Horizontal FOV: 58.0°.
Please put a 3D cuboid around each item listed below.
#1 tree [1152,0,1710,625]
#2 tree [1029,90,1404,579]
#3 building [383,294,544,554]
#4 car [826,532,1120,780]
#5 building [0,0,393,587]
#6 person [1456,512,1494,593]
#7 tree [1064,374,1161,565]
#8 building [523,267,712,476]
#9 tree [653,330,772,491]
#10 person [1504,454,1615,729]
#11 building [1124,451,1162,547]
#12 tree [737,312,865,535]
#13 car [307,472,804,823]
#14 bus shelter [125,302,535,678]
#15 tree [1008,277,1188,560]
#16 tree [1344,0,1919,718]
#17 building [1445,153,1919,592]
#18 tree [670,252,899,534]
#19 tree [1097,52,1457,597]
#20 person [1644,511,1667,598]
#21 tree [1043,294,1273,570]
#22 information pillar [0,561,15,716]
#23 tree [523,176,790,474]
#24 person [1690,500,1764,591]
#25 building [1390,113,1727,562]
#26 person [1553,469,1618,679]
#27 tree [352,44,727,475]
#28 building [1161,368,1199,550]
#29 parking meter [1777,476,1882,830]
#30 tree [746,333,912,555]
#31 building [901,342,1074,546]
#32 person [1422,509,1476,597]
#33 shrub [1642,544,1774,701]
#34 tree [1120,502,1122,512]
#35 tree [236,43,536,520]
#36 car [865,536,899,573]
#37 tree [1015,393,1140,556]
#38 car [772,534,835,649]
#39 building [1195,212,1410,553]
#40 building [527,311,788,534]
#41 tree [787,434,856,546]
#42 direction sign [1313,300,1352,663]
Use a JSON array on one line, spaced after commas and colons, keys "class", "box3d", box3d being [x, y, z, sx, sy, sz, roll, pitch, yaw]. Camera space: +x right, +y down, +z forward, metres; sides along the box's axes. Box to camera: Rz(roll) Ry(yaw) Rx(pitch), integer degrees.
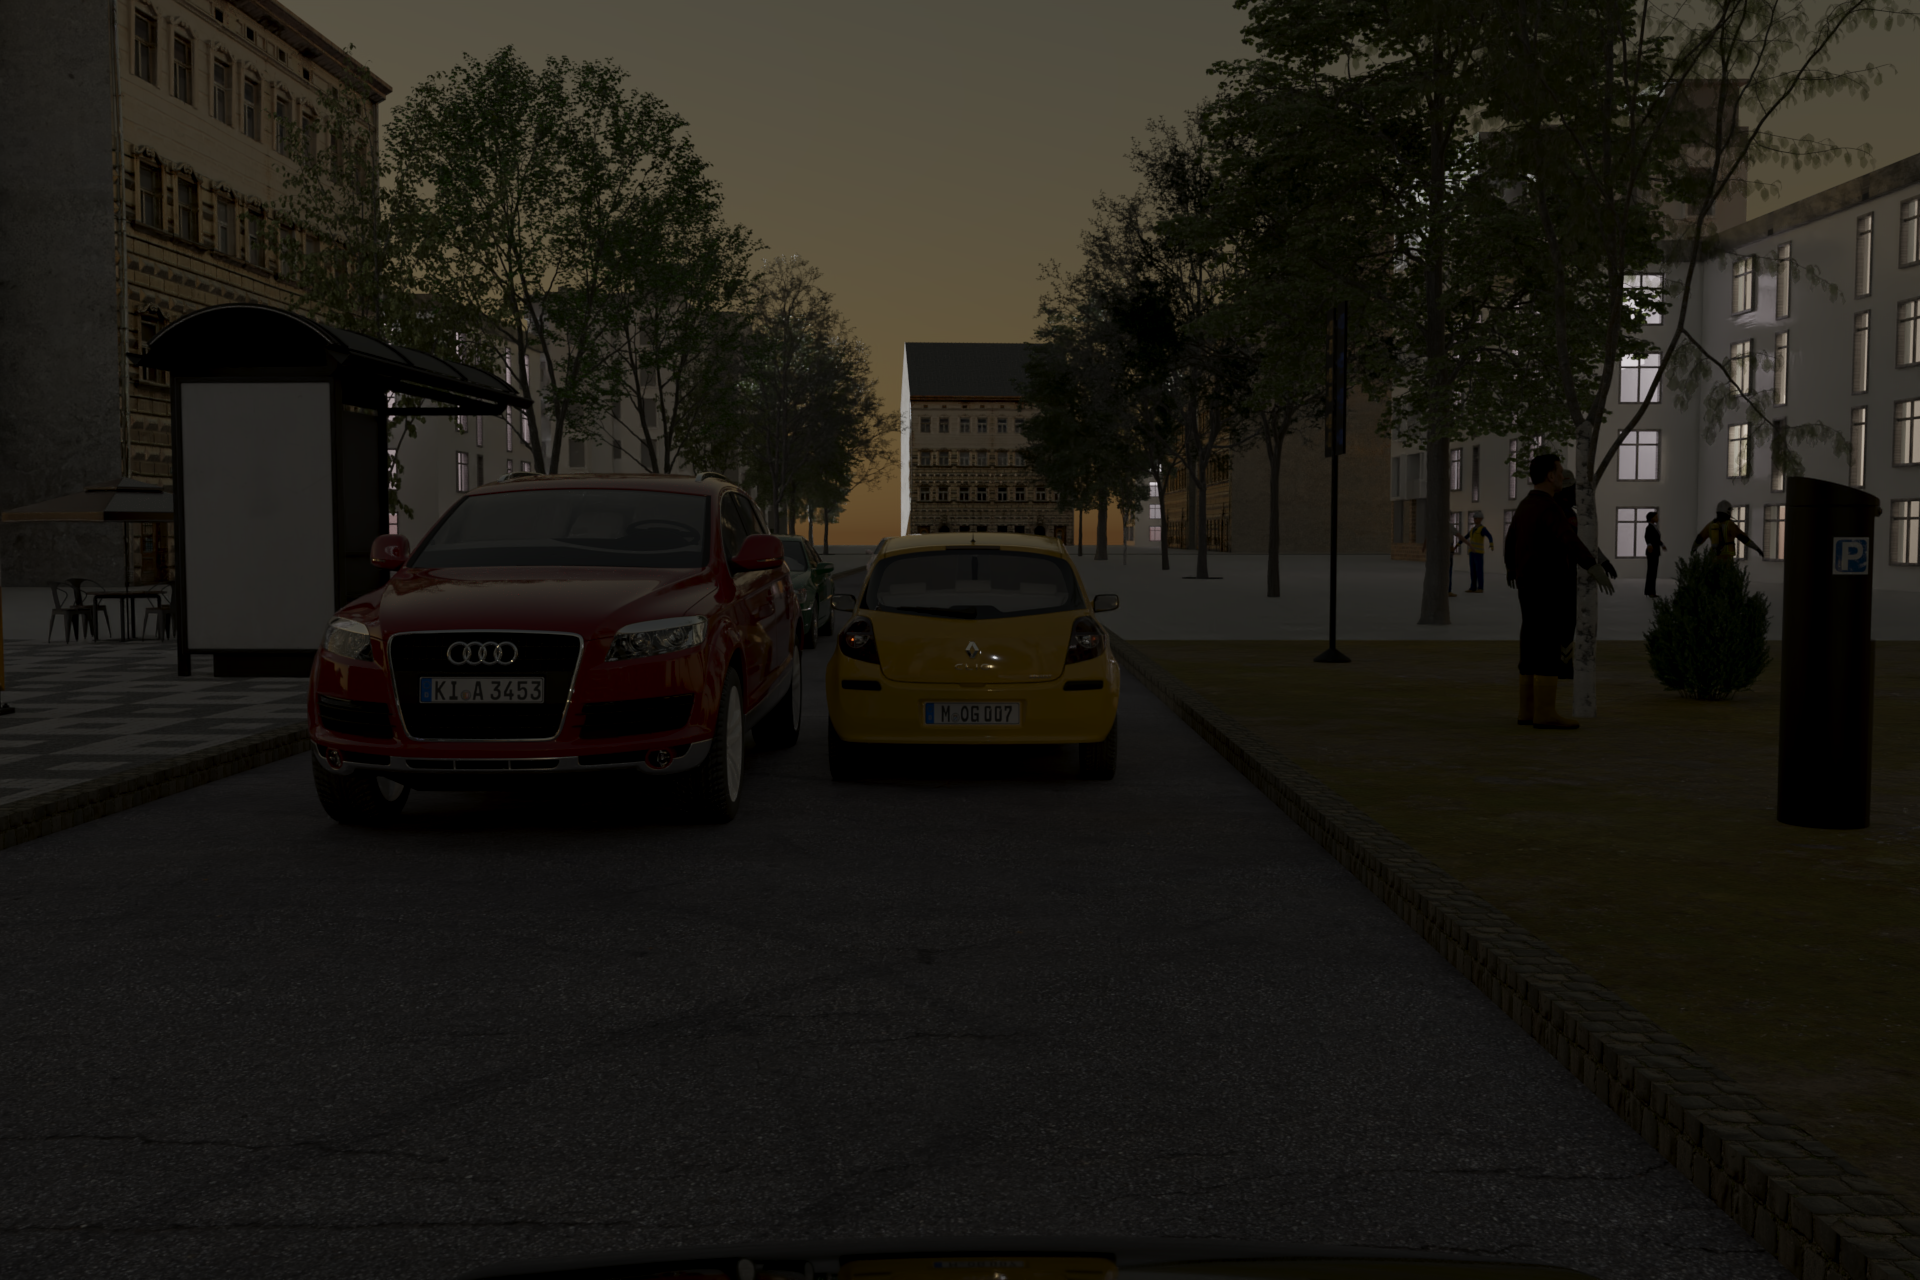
[{"class": "tree", "box3d": [6.653, -6.521, 24.747, 7.486, 12.596, 7.792, 0, 3, 0]}, {"class": "tree", "box3d": [6.853, -8.485, 49.095, 12.009, 13.543, 11.850, 0, 3, 0]}, {"class": "building", "box3d": [-22.423, -8.108, 74.707, 9.099, 9.664, 28.070, 0, 4, 1]}, {"class": "car", "box3d": [0.095, -0.080, 11.530, 2.015, 1.641, 3.980, 0, 4, 1]}, {"class": "building", "box3d": [-29.081, -13.401, 50.043, 19.493, 23.208, 18.063, 0, 4, 1]}, {"class": "person", "box3d": [11.209, -1.914, 37.763, 0.721, 1.772, 1.216, -2, 4, -25]}, {"class": "tree", "box3d": [7.021, -7.398, 71.323, 4.360, 8.622, 3.978, 0, 3, 0]}, {"class": "building", "box3d": [-24.489, -16.264, 122.337, 16.016, 20.090, 11.380, 0, 4, 1]}, {"class": "tree", "box3d": [-8.868, -6.731, 60.422, 4.737, 8.622, 4.395, 0, 3, 0]}, {"class": "person", "box3d": [3.905, -0.329, 11.514, 0.704, 1.812, 1.346, -1, 4, -8]}, {"class": "building", "box3d": [22.019, -14.192, 174.188, 9.099, 9.664, 28.070, 0, 4, 1]}, {"class": "tree", "box3d": [-8.375, -10.457, 89.092, 7.486, 12.596, 7.792, 0, 3, 0]}, {"class": "car", "box3d": [-2.112, -0.098, 10.275, 2.281, 1.827, 5.304, 0, 4, 0]}, {"class": "bus shelter", "box3d": [-6.181, -1.469, 17.947, 2.014, 3.302, 5.546, 0, 4, 2]}, {"class": "tree", "box3d": [6.936, -10.898, 84.831, 9.857, 13.997, 8.962, 0, 3, 0]}, {"class": "tree", "box3d": [4.435, -3.778, 12.141, 4.360, 8.622, 3.978, 0, 3, 0]}, {"class": "building", "box3d": [21.903, -6.581, 49.743, 9.099, 9.664, 28.070, 0, 4, 0]}, {"class": "tree", "box3d": [-7.919, -10.083, 75.235, 12.009, 13.543, 11.850, 0, 3, 0]}, {"class": "tree", "box3d": [6.112, -6.135, 34.719, 7.601, 10.594, 8.767, -3, 5, -42]}, {"class": "person", "box3d": [14.034, -1.724, 34.901, 0.721, 1.740, 1.216, 3, 4, 36]}, {"class": "tree", "box3d": [7.358, -7.807, 62.051, 8.767, 10.594, 7.601, 0, 4, -6]}, {"class": "information pillar", "box3d": [-6.856, -1.265, 12.038, 0.183, 3.616, 0.504, 0, 3, 0]}, {"class": "tree", "box3d": [-8.626, -7.590, 49.857, 9.928, 11.665, 9.643, 0, 3, 0]}, {"class": "person", "box3d": [12.954, -1.444, 29.377, 0.705, 1.858, 1.354, -2, 4, -32]}, {"class": "building", "box3d": [26.477, -13.940, 84.343, 16.016, 20.090, 11.380, 0, 4, 0]}, {"class": "person", "box3d": [5.378, -0.591, 15.448, 0.705, 1.856, 1.354, -1, 4, -12]}, {"class": "tree", "box3d": [-8.666, -6.756, 36.210, 9.928, 11.665, 9.643, 0, 3, 0]}, {"class": "building", "box3d": [27.796, -19.486, 149.527, 19.493, 23.208, 18.063, 0, 3, 0]}, {"class": "parking meter", "box3d": [3.833, 0.047, 7.649, 0.372, 1.533, 0.369, 0, 3, 0]}, {"class": "tree", "box3d": [-8.046, -11.922, 105.287, 12.009, 13.543, 11.850, 0, 3, 0]}, {"class": "building", "box3d": [2.752, -22.287, 197.773, 18.063, 23.208, 19.493, 0, 4, -5]}, {"class": "person", "box3d": [9.957, -1.813, 35.493, 0.705, 1.847, 1.347, -2, 4, -34]}, {"class": "shrub", "box3d": [5.804, -0.143, 13.451, 1.383, 1.207, 1.383, 0, 3, 0]}, {"class": "tree", "box3d": [19.876, -14.771, 191.874, 4.360, 8.622, 3.978, 0, 3, 0]}, {"class": "tree", "box3d": [-8.966, -4.697, 27.163, 4.737, 8.622, 4.395, 0, 3, 0]}, {"class": "car", "box3d": [-1.566, -2.197, 48.286, 2.083, 1.381, 4.827, 0, 4, 1]}, {"class": "tree", "box3d": [6.703, -10.062, 98.921, 8.767, 10.594, 7.601, 2, 4, 32]}, {"class": "car", "box3d": [-2.696, -0.692, 23.115, 2.131, 1.459, 4.920, 0, 4, 0]}, {"class": "building", "box3d": [27.708, -18.061, 126.231, 19.493, 23.208, 18.063, 0, 4, 1]}, {"class": "building", "box3d": [-25.634, -17.564, 153.628, 16.747, 18.905, 31.486, 0, 4, 1]}, {"class": "tree", "box3d": [-16.480, -17.464, 192.185, 9.857, 13.997, 8.962, 0, 3, 0]}, {"class": "direction sign", "box3d": [3.740, -1.547, 17.292, 0.379, 3.537, 0.876, 0, 4, 1]}]
